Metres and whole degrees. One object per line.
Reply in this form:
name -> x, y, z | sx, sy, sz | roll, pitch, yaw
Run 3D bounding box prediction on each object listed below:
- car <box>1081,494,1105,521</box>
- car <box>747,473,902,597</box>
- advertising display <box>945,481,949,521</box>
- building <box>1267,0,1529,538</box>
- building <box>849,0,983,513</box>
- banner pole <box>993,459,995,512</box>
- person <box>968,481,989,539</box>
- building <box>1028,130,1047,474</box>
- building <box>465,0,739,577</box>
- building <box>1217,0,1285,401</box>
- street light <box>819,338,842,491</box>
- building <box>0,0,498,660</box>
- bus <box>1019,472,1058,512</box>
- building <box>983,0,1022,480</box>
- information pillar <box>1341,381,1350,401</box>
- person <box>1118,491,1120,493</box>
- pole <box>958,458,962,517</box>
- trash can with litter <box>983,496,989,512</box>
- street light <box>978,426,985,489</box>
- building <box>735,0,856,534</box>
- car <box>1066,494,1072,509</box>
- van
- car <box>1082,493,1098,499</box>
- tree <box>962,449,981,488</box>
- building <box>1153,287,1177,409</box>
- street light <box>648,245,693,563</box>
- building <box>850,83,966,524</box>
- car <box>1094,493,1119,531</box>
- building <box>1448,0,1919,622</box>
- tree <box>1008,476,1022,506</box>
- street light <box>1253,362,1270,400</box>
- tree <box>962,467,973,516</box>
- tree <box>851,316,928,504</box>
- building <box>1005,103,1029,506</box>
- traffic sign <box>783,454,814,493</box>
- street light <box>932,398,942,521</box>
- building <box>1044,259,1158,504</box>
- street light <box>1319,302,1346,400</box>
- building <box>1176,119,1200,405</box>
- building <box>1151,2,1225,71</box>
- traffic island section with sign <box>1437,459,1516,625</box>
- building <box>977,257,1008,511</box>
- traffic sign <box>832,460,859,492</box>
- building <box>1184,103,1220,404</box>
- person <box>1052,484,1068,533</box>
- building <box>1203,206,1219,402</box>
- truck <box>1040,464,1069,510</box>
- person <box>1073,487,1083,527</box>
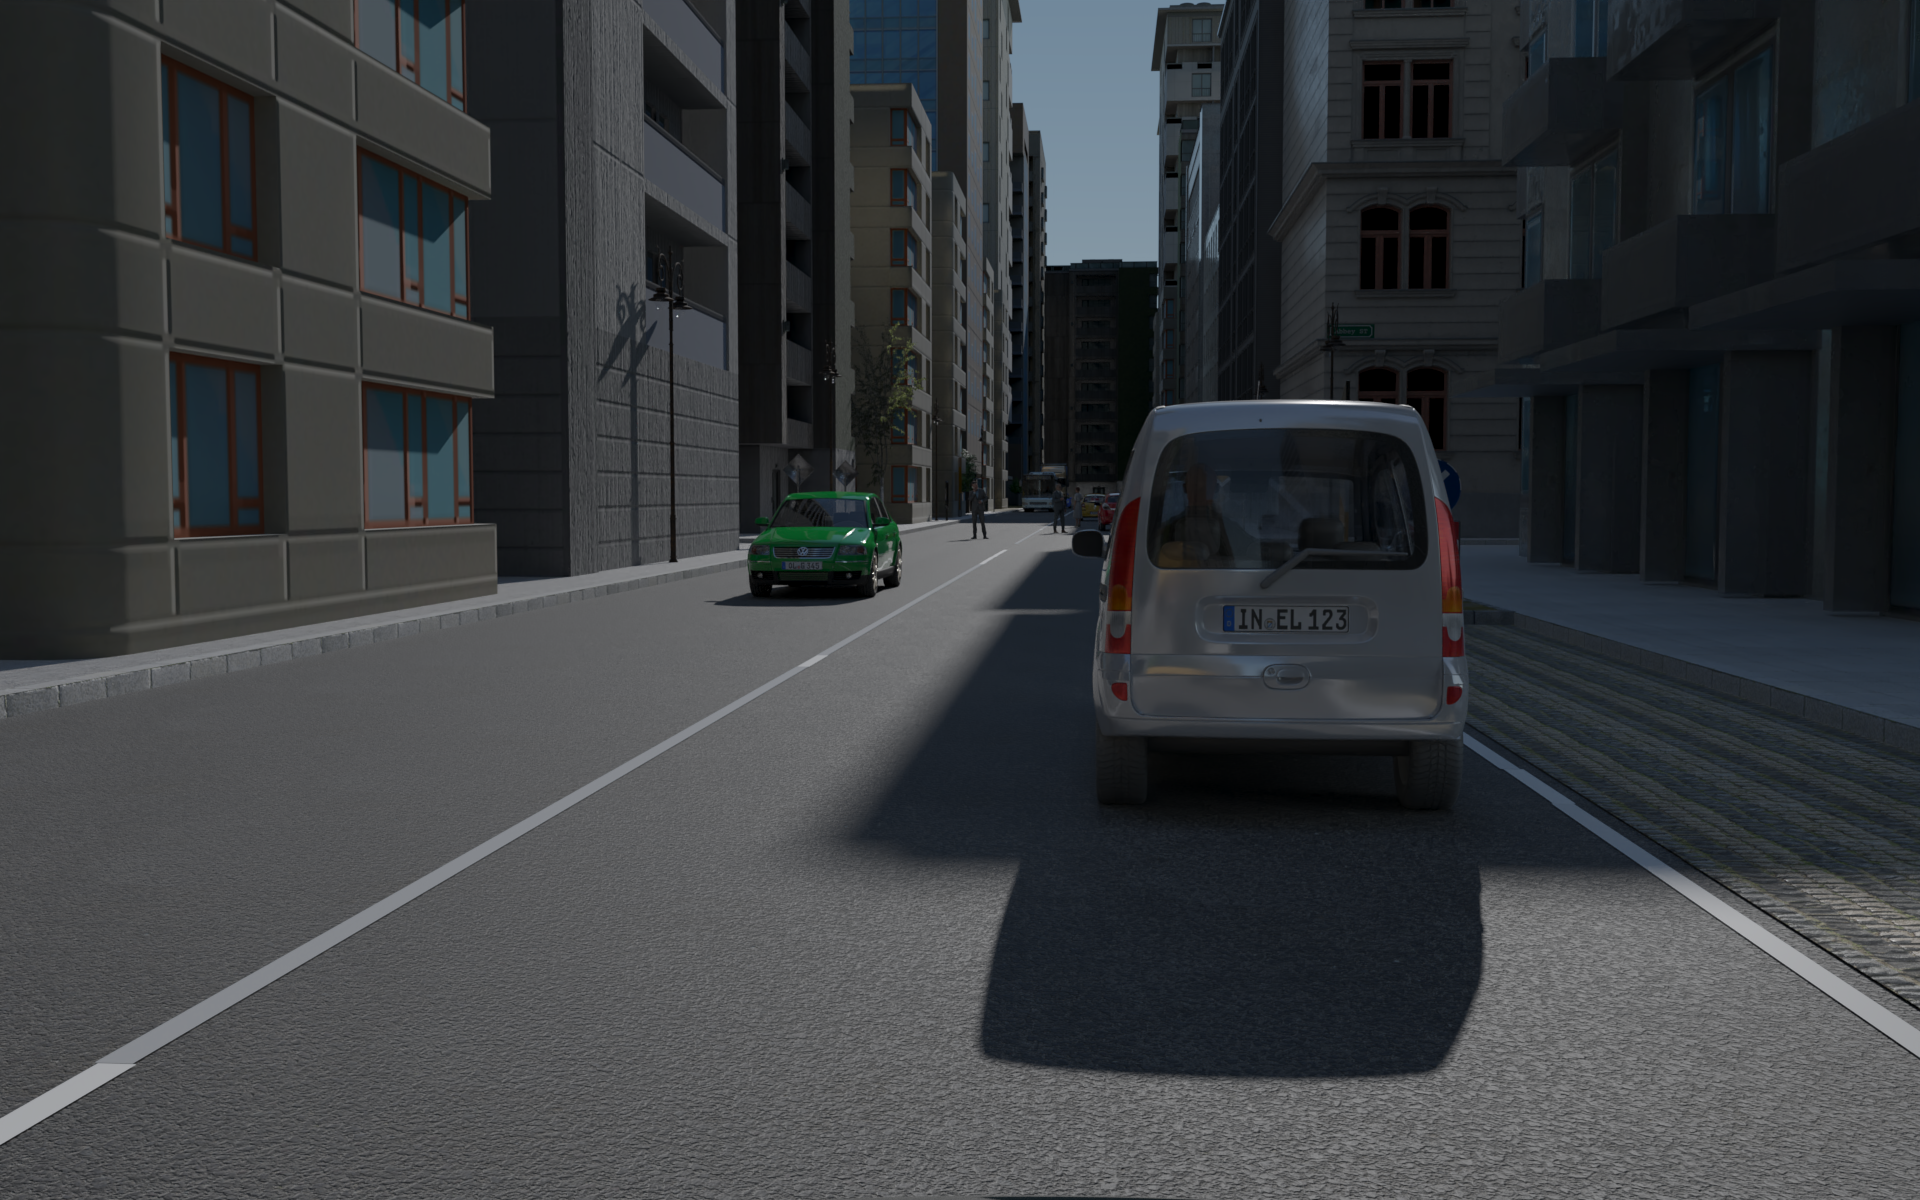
car -> 7.247, -5.058, 92.917 | 2.015, 1.641, 3.980 | 0, 4, 4
car -> -1.923, -1.022, 25.500 | 1.959, 1.807, 4.718 | 0, 4, 5
advertising display -> -0.640, -4.788, 83.490 | 0.123, 1.923, 0.974 | 0, 4, -4
building -> 22.092, -16.371, 55.064 | 23.554, 28.519, 14.401 | 0, 4, 5
building -> -5.849, -28.541, 116.757 | 14.600, 45.320, 14.200 | 0, 4, 5
banner pole -> 2.416, -8.096, 122.389 | 0.401, 3.779, 0.863 | 0, 4, -1
person -> 0.596, -2.868, 55.199 | 0.655, 1.846, 0.447 | 0, 4, 3
building -> 0.072, -36.546, 221.229 | 21.600, 48.544, 21.300 | 0, 4, 5
building -> -19.379, -30.130, 34.622 | 28.212, 58.520, 21.231 | 0, 4, 5
building -> 18.979, -17.211, 74.902 | 14.314, 27.812, 24.014 | 0, 4, 5
street light -> -3.836, -4.816, 51.522 | 0.468, 5.910, 1.993 | 0, 4, 5
building -> -20.895, -9.987, 8.331 | 27.650, 21.520, 28.899 | 0, 4, 5
bus -> 6.499, -8.878, 140.021 | 2.948, 3.499, 13.247 | 0, 4, 4
building -> -8.858, -35.467, 169.126 | 28.713, 52.752, 27.495 | 0, 4, 5
information pillar -> 7.998, -2.732, 36.022 | 0.183, 3.616, 0.504 | 0, 4, -1
person -> 14.485, -9.034, 156.940 | 1.217, 1.736, 0.721 | -2, 4, -32
pole -> 0.005, -6.305, 96.937 | 0.158, 3.312, 0.155 | 0, 3, 0
trash can with litter -> 1.777, -6.962, 125.212 | 0.624, 1.170, 1.055 | 0, 4, 6
street light -> 1.460, -8.731, 115.542 | 0.468, 5.910, 1.993 | 0, 4, 5
building -> -11.528, -17.543, 58.535 | 14.160, 30.474, 14.107 | 0, 4, 5
car -> 10.218, -9.963, 172.490 | 1.945, 1.707, 3.694 | 0, 4, 6
van -> 1.583, -0.140, 9.294 | 2.013, 2.044, 4.112 | 0, 4, 6
car -> 11.139, -8.236, 143.699 | 2.155, 1.783, 4.494 | 0, 4, 4
tree -> -0.276, -7.591, 107.820 | 4.285, 4.588, 4.351 | 0, 3, 0
building -> 31.883, -19.130, 157.820 | 27.650, 21.520, 28.899 | 0, 4, 5
street light -> -5.384, -3.644, 32.364 | 0.468, 5.910, 1.993 | 0, 4, 5
building -> -14.626, -14.897, 88.608 | 27.650, 21.520, 28.899 | 0, 4, 5
car -> 6.377, -3.629, 68.375 | 2.155, 1.783, 4.494 | 0, 4, 3
building -> 20.011, -24.540, 20.833 | 23.786, 49.044, 30.456 | 0, 4, 5
tree -> 6.296, -11.799, 187.517 | 1.663, 3.219, 1.824 | 0, 3, 0
street light -> 10.528, -5.375, 60.672 | 0.468, 5.910, 1.993 | 0, 4, 5
tree -> -0.053, -6.677, 103.765 | 1.663, 3.219, 1.824 | 0, 3, 0
tree -> -3.442, -7.383, 71.070 | 4.360, 8.622, 3.978 | 0, 3, 0
building -> 0.303, -33.347, 195.337 | 14.200, 45.320, 14.600 | 0, 4, 5
traffic sign -> -4.045, -2.429, 43.355 | 0.795, 2.450, 0.064 | 0, 4, 5
street light -> -1.132, -6.758, 83.278 | 0.468, 5.910, 1.993 | 0, 4, 5
building -> 17.509, -27.173, 215.987 | 14.107, 30.474, 14.160 | 0, 4, 5
street light -> 8.977, -4.225, 41.867 | 0.468, 5.910, 1.993 | 0, 4, 5
building -> 24.070, -22.301, 136.326 | 14.160, 30.474, 14.107 | 0, 4, 5
building -> 35.069, -36.444, 185.096 | 28.713, 52.752, 27.495 | 0, 4, 5
traffic island section with sign -> 5.135, -0.685, 19.836 | 1.989, 1.847, 2.006 | 0, 4, 5
building -> -10.671, -18.162, 141.989 | 27.650, 21.520, 28.899 | 0, 4, 5
traffic sign -> -3.391, -2.916, 51.314 | 0.795, 2.450, 0.064 | 0, 4, 5
building -> 21.402, -18.138, 114.576 | 12.078, 24.808, 19.932 | 0, 4, 5
person -> 3.690, -3.357, 63.558 | 0.590, 1.801, 0.661 | 3, 5, 45
building -> 19.222, -14.766, 96.176 | 10.420, 20.320, 16.860 | 0, 4, 5
truck -> 8.796, -10.589, 162.050 | 2.839, 4.237, 11.283 | 0, 4, 4
person -> 5.057, -4.042, 75.157 | 0.524, 1.755, 0.480 | 3, 5, 44
